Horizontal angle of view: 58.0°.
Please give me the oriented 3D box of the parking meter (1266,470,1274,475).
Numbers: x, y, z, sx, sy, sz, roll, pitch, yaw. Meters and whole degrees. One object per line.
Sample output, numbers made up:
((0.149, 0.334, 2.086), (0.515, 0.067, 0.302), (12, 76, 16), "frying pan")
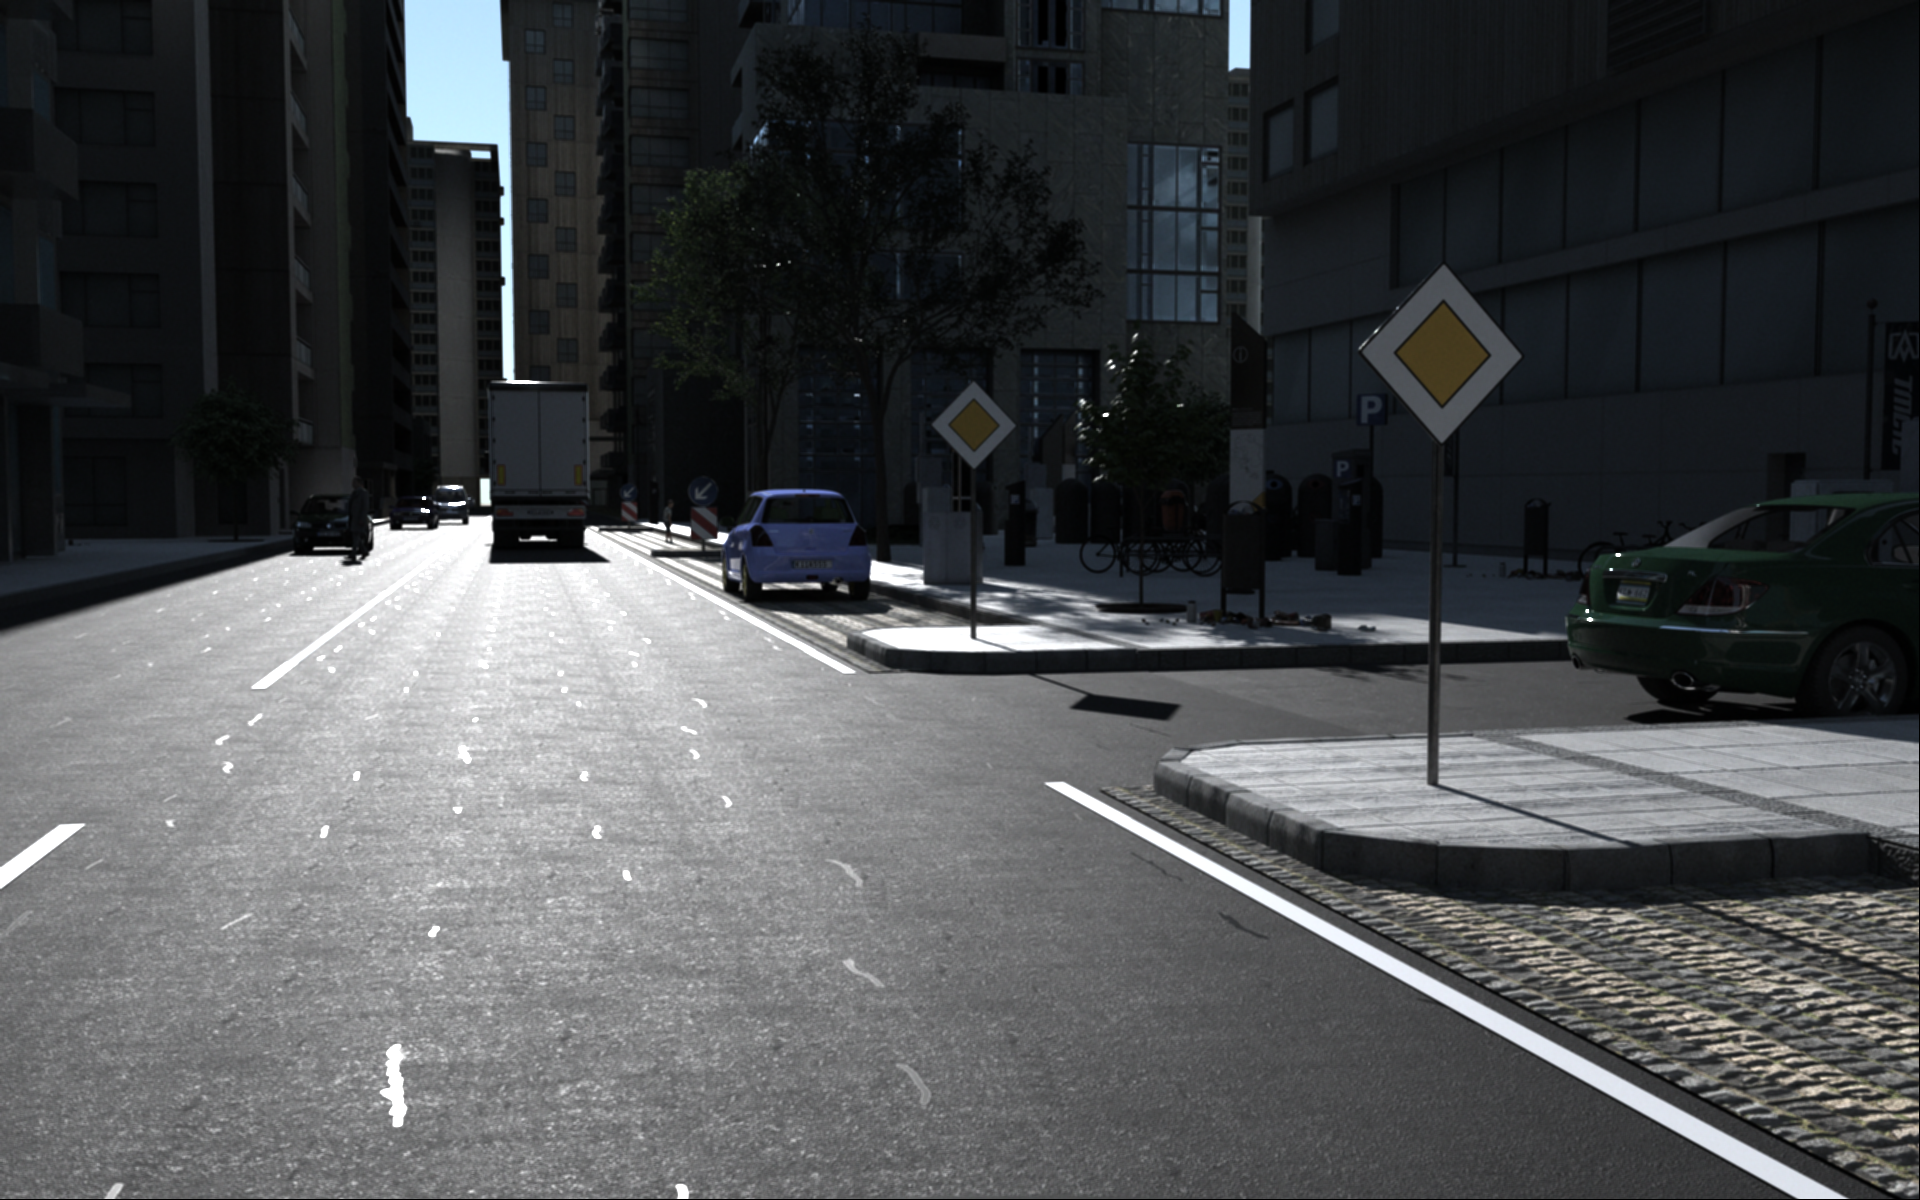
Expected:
((7.578, -2.269, 42.802), (0.255, 1.863, 0.399), (-1, 4, -10), "parking meter")

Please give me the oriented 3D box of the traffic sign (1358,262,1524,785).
((2.084, -0.241, 7.586), (0.795, 2.450, 0.064), (-1, 4, -14), "traffic sign")

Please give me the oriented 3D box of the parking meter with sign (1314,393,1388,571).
((6.648, -2.036, 29.553), (0.543, 3.016, 1.738), (3, 4, 39), "parking meter with sign")

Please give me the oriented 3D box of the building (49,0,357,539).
((-27.171, -22.641, 53.775), (14.154, 41.232, 14.086), (-1, 4, -14), "building")

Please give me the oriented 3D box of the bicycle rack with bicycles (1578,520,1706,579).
((9.511, -0.576, 22.797), (2.852, 0.926, 2.925), (-3, 5, -45), "bicycle rack with bicycles")

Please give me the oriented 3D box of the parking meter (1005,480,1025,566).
((0.985, -1.386, 31.074), (0.372, 1.533, 0.369), (0, 3, 0), "parking meter")

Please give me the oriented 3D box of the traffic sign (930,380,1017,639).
((0.116, -0.715, 15.325), (0.795, 2.450, 0.064), (-1, 4, -14), "traffic sign")

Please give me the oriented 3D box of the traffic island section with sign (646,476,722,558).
((-6.078, -1.907, 39.808), (1.989, 1.847, 2.006), (-1, 4, -14), "traffic island section with sign")

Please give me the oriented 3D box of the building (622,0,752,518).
((-12.230, -25.425, 99.297), (14.154, 41.232, 14.086), (-1, 4, -14), "building")

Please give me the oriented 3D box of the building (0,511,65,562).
((-26.188, -24.649, 22.613), (23.786, 49.044, 30.456), (-1, 4, -14), "building")

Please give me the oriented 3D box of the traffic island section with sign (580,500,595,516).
((-24.954, -6.447, 114.034), (1.989, 1.847, 2.006), (-1, 4, -14), "traffic island section with sign")

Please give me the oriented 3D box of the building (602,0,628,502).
((-13.324, -28.526, 121.028), (22.147, 44.769, 28.867), (-1, 4, -14), "building")

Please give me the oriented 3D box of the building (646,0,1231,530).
((-1.499, -46.604, 74.654), (22.319, 86.520, 31.000), (-1, 4, -14), "building")

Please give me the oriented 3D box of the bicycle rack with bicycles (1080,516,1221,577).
((3.363, -0.875, 27.695), (2.925, 0.926, 2.852), (1, 4, 10), "bicycle rack with bicycles")

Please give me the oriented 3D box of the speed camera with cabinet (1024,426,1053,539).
((2.289, -3.407, 50.044), (0.660, 3.252, 2.038), (0, 4, -5), "speed camera with cabinet")

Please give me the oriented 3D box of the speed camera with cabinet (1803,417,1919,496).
((10.954, -1.599, 20.486), (2.038, 3.252, 0.660), (0, 4, -5), "speed camera with cabinet")

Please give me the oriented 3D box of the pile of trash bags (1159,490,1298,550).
((6.252, -1.847, 39.943), (3.447, 1.369, 1.912), (-1, 4, -12), "pile of trash bags")

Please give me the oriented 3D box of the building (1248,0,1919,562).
((23.481, -27.269, 35.083), (27.495, 52.752, 28.713), (-1, 4, -14), "building")

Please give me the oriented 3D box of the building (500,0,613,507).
((-34.314, -36.415, 184.618), (27.495, 52.752, 28.713), (-1, 4, -14), "building")

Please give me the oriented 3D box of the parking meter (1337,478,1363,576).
((6.166, -1.161, 27.392), (0.372, 1.533, 0.369), (0, 3, 0), "parking meter")

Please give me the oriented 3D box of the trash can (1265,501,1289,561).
((5.968, -1.328, 33.373), (0.748, 1.137, 0.748), (0, 3, 0), "trash can")

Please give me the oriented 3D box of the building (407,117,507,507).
((-59.692, -29.876, 180.349), (23.993, 40.220, 32.217), (-1, 4, -14), "building")

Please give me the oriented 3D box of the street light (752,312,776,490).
((-4.696, -4.226, 41.877), (0.468, 5.910, 1.993), (-1, 4, -14), "street light")

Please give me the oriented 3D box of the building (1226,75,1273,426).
((14.565, -28.481, 157.545), (23.993, 40.220, 32.217), (-1, 4, -14), "building")

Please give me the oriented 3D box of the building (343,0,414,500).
((-48.851, -30.122, 116.202), (21.300, 48.544, 21.600), (-1, 4, -14), "building")

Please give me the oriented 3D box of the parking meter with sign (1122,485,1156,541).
((5.163, -3.094, 46.855), (1.738, 3.016, 0.543), (-1, 4, -22), "parking meter with sign")

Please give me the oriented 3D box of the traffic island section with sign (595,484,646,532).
((-12.858, -3.539, 66.489), (1.989, 1.847, 2.006), (-1, 4, -14), "traffic island section with sign")

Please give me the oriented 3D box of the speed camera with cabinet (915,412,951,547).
((-0.630, -2.879, 41.410), (0.660, 3.252, 2.038), (-1, 4, -9), "speed camera with cabinet")

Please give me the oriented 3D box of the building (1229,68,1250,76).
((30.697, -29.830, 171.322), (14.086, 41.232, 14.154), (-1, 4, -14), "building")

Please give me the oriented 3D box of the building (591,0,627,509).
((-19.712, -32.429, 149.824), (23.786, 49.044, 30.456), (-1, 4, -14), "building")

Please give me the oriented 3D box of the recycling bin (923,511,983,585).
((-0.094, -0.751, 24.841), (0.722, 1.027, 0.722), (1, 4, 14), "recycling bin")

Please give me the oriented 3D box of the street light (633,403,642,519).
((-16.414, -7.063, 88.270), (0.468, 5.910, 1.993), (-1, 4, -14), "street light")

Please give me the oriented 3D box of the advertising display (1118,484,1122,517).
((5.311, -2.964, 53.677), (0.974, 1.923, 0.123), (-1, 4, -20), "advertising display")

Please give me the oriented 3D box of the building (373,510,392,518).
((-47.805, -24.530, 92.951), (32.217, 40.220, 23.993), (-1, 4, -14), "building")

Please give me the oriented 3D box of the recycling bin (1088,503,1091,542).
((3.506, -2.091, 46.738), (0.722, 1.027, 0.722), (2, 4, 34), "recycling bin")

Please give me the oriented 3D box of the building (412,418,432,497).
((-61.081, -50.785, 143.003), (31.000, 86.520, 22.319), (-1, 4, -14), "building")
